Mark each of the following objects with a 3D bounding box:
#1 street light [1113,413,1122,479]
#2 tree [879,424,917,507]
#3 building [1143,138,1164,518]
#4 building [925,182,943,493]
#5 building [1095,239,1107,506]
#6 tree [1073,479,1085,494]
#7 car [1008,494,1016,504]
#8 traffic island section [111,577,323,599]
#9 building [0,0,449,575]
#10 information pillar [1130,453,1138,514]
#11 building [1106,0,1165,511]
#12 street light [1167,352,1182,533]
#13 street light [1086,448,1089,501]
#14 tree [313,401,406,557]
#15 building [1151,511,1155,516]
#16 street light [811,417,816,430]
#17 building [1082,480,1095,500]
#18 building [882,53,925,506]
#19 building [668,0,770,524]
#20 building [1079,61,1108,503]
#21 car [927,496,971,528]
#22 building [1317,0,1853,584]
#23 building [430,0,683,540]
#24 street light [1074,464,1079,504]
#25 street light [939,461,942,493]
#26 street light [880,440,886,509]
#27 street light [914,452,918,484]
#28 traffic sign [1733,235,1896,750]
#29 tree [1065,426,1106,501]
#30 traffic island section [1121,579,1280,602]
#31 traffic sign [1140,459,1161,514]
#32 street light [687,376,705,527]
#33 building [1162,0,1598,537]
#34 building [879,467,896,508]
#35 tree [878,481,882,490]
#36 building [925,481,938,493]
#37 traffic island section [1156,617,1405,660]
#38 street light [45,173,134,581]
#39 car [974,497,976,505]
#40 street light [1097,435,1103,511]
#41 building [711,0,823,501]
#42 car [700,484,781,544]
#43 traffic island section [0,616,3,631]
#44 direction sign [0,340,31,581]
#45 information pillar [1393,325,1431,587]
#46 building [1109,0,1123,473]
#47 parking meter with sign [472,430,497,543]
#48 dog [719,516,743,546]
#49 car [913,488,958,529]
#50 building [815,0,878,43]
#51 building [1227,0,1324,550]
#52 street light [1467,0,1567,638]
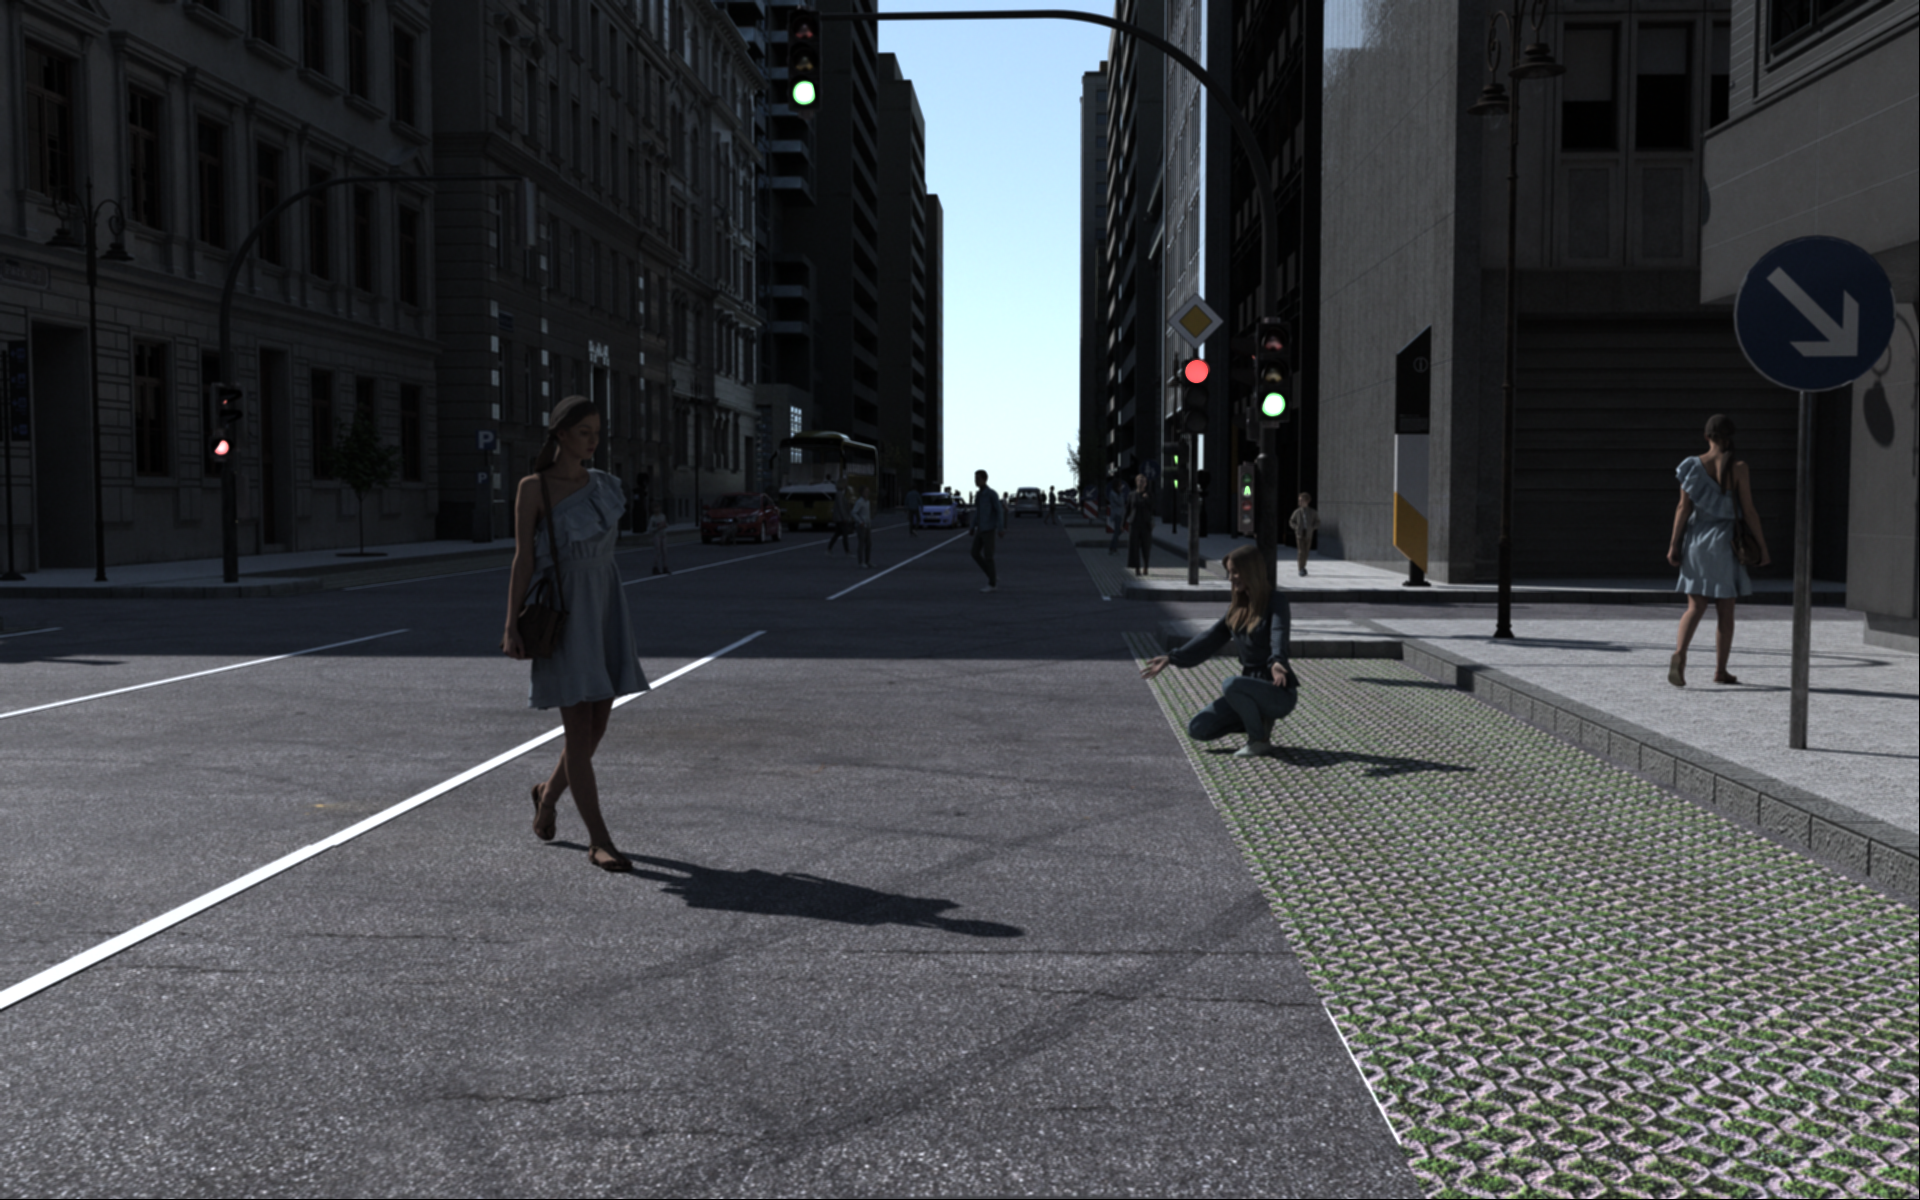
[{"bbox_3d":[8.998,-7.717,98.953,0.468,5.910,1.993,0,4,3],"label":"street light"},{"bbox_3d":[-6.275,-13.883,177.346,4.737,8.622,4.395,0,3,0],"label":"tree"},{"bbox_3d":[16.499,-15.001,87.069,13.314,21.916,24.055,0,4,3],"label":"building"},{"bbox_3d":[-9.737,-36.789,251.605,14.600,45.320,14.200,0,4,3],"label":"building"},{"bbox_3d":[22.415,-26.016,197.060,14.160,30.474,14.107,0,4,3],"label":"building"},{"bbox_3d":[14.041,-12.467,198.431,1.663,3.219,1.824,0,3,0],"label":"tree"},{"bbox_3d":[7.721,-14.303,244.083,2.015,1.641,3.980,0,4,4],"label":"car"},{"bbox_3d":[-10.607,-0.176,25.155,2.009,0.180,2.903,0,4,3],"label":"traffic island section"},{"bbox_3d":[-19.614,-12.265,36.682,11.583,22.565,21.152,0,4,3],"label":"building"},{"bbox_3d":[9.836,-6.525,98.037,0.504,3.616,0.183,2,4,31],"label":"information pillar"},{"bbox_3d":[24.809,-32.940,162.263,21.300,48.544,21.600,0,4,3],"label":"building"},{"bbox_3d":[6.996,-5.109,56.314,0.468,5.910,1.993,0,4,3],"label":"street light"},{"bbox_3d":[12.901,-12.393,175.411,0.468,5.910,1.993,0,4,3],"label":"street light"},{"bbox_3d":[-12.299,-2.526,35.906,1.663,3.219,1.824,0,3,0],"label":"tree"},{"bbox_3d":[21.397,-29.734,109.856,21.300,48.544,21.600,0,4,3],"label":"building"},{"bbox_3d":[-8.756,-8.000,103.581,0.468,5.910,1.993,0,4,3],"label":"street light"},{"bbox_3d":[31.543,-32.086,216.483,32.217,40.220,23.993,0,4,3],"label":"building"},{"bbox_3d":[-15.284,-34.960,195.290,21.300,48.544,21.600,0,4,3],"label":"building"},{"bbox_3d":[-17.838,-18.131,83.840,14.401,28.519,23.554,0,4,3],"label":"building"},{"bbox_3d":[27.326,-42.843,242.486,21.231,58.520,28.212,0,4,3],"label":"building"},{"bbox_3d":[-0.494,-3.832,75.231,1.945,1.354,3.894,0,4,3],"label":"car"},{"bbox_3d":[17.183,-12.930,29.431,19.932,24.808,12.078,0,4,3],"label":"building"},{"bbox_3d":[-18.101,-16.044,59.576,12.463,27.353,25.104,0,4,3],"label":"building"},{"bbox_3d":[17.051,-17.458,258.229,0.468,5.910,1.993,0,4,3],"label":"street light"},{"bbox_3d":[-2.583,-15.583,227.561,0.468,5.910,1.993,0,4,3],"label":"street light"},{"bbox_3d":[-6.527,-10.626,146.515,0.468,5.910,1.993,0,4,3],"label":"street light"},{"bbox_3d":[-4.728,-12.972,184.871,0.468,5.910,1.993,0,4,3],"label":"street light"},{"bbox_3d":[4.226,-0.523,8.654,0.768,2.556,0.104,0,4,5],"label":"traffic sign"},{"bbox_3d":[13.559,-14.531,187.946,4.737,8.622,4.395,0,3,0],"label":"tree"},{"bbox_3d":[3.317,-0.133,24.461,2.009,0.180,2.903,0,4,3],"label":"traffic island section"},{"bbox_3d":[6.939,-3.861,63.231,0.768,2.556,0.104,0,4,7],"label":"traffic sign"},{"bbox_3d":[-10.342,-5.823,67.989,0.468,5.910,1.993,0,4,3],"label":"street light"},{"bbox_3d":[14.302,-15.081,64.595,12.078,24.808,19.932,0,4,3],"label":"building"},{"bbox_3d":[-16.662,-44.314,162.786,20.563,71.187,20.611,0,4,3],"label":"building"},{"bbox_3d":[-6.991,-8.664,136.250,1.663,3.219,1.824,0,3,0],"label":"tree"},{"bbox_3d":[-19.407,-33.105,233.155,32.217,40.220,23.993,0,4,3],"label":"building"},{"bbox_3d":[2.920,0.354,16.485,2.009,0.180,2.903,0,4,3],"label":"traffic island section"},{"bbox_3d":[-12.671,-3.216,25.367,0.468,5.910,1.993,0,4,3],"label":"street light"},{"bbox_3d":[2.856,-13.840,235.074,1.959,1.807,4.718,0,4,2],"label":"car"},{"bbox_3d":[10.705,-9.786,132.782,0.468,5.910,1.993,0,4,3],"label":"street light"},{"bbox_3d":[-20.394,-49.068,114.927,22.319,86.520,31.000,0,4,3],"label":"building"},{"bbox_3d":[-6.446,-2.577,51.173,2.155,1.783,4.494,0,4,4],"label":"car"},{"bbox_3d":[-11.004,0.312,17.180,2.009,0.180,2.903,0,4,3],"label":"traffic island section"},{"bbox_3d":[-14.113,-2.059,25.670,0.876,3.537,0.379,1,4,19],"label":"direction sign"},{"bbox_3d":[6.279,-1.997,24.004,0.504,3.616,0.183,-1,4,-9],"label":"information pillar"},{"bbox_3d":[24.057,-31.600,136.274,23.786,49.044,30.456,0,4,3],"label":"building"},{"bbox_3d":[-12.711,-3.052,46.168,0.543,3.016,1.738,-1,4,-9],"label":"parking meter with sign"},{"bbox_3d":[-6.430,-1.899,47.888,0.800,0.831,0.513,3,5,43],"label":"dog"},{"bbox_3d":[-1.018,-3.772,71.268,1.945,1.707,3.694,0,4,3],"label":"car"},{"bbox_3d":[-18.323,-31.717,142.267,21.300,48.544,21.600,0,4,3],"label":"building"},{"bbox_3d":[14.312,-13.268,46.604,12.332,23.373,15.834,0,4,3],"label":"building"},{"bbox_3d":[4.866,-2.601,15.322,0.468,5.910,1.993,0,4,3],"label":"street light"}]
